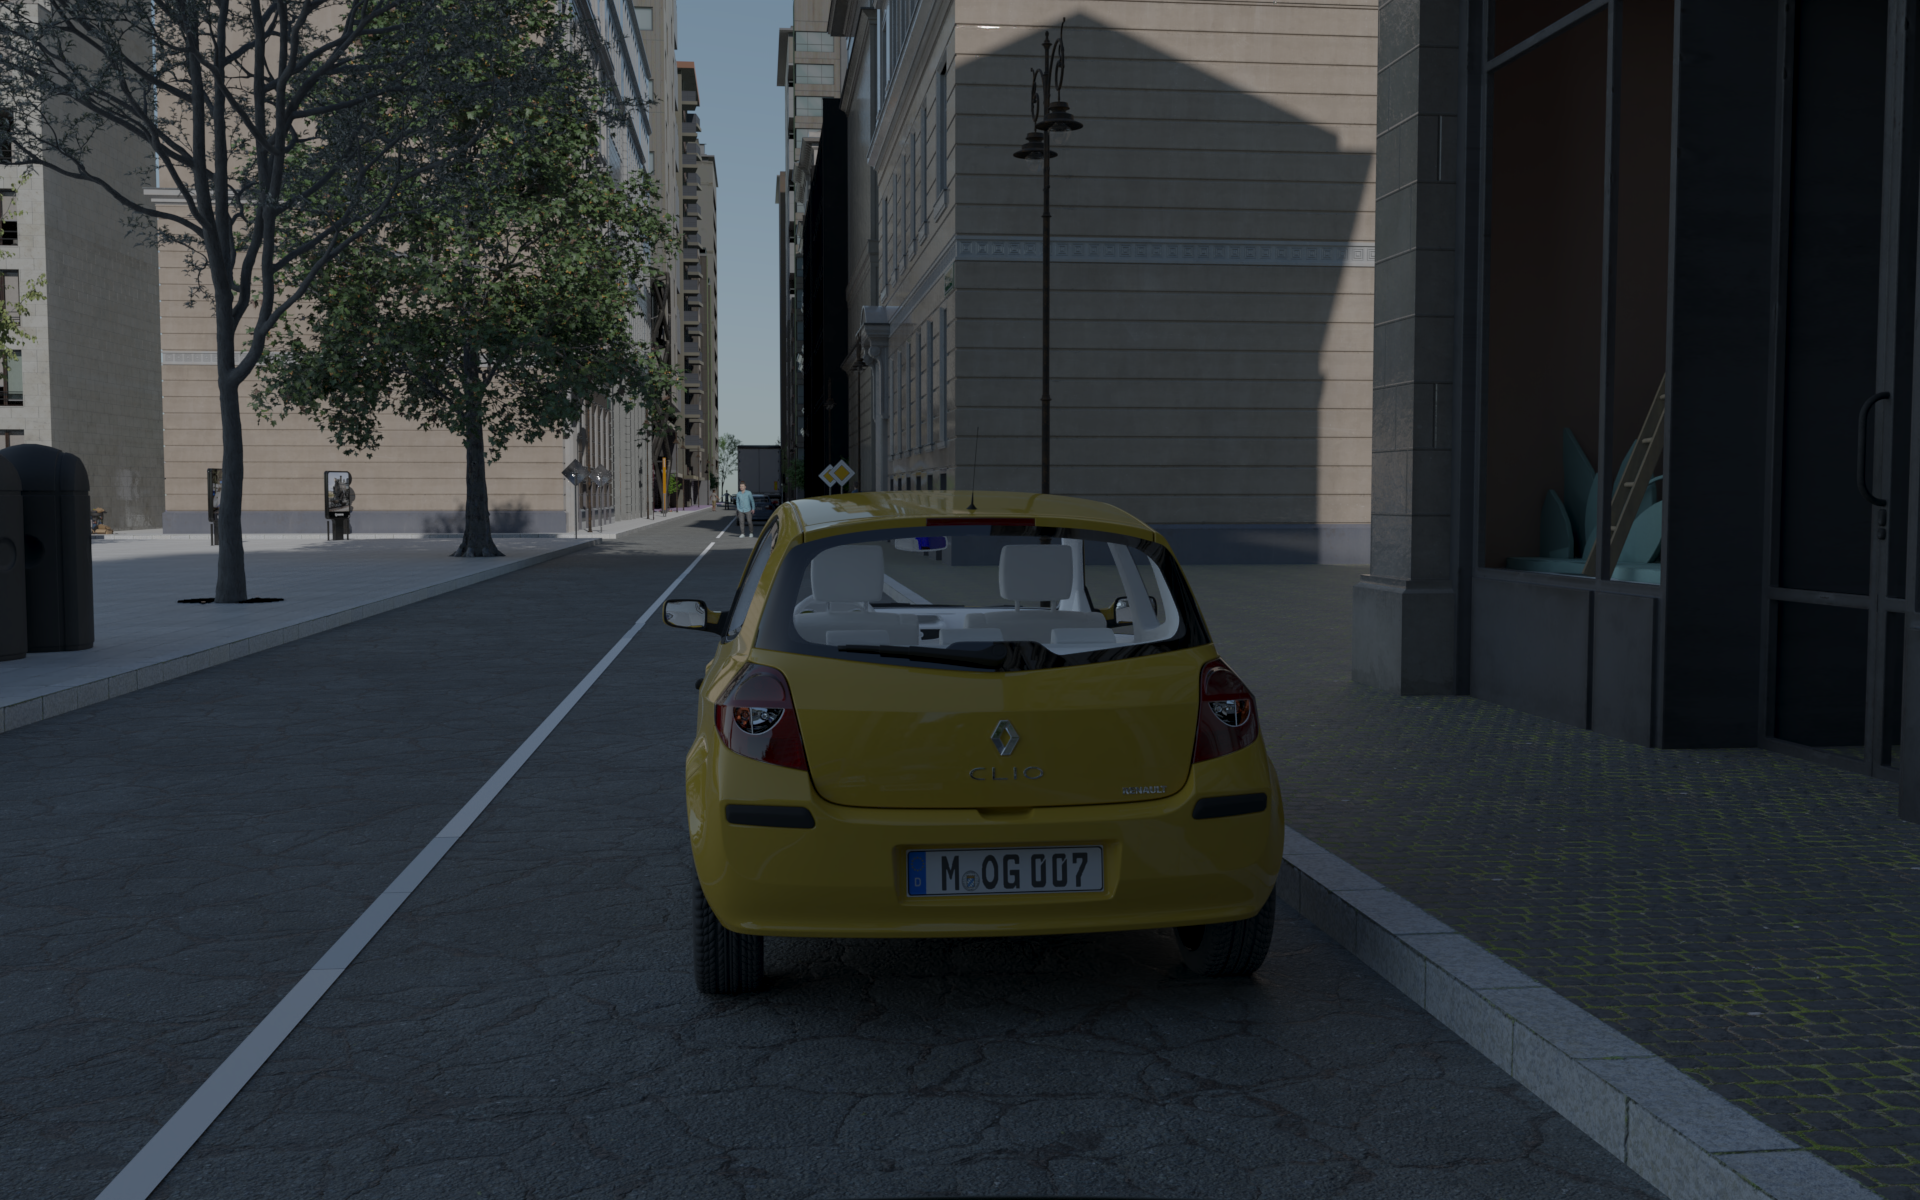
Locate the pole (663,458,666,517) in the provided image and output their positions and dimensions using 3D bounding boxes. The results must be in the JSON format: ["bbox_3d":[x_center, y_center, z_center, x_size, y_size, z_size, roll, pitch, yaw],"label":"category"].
[{"bbox_3d":[-16.644,-6.341,97.510,0.158,3.312,0.155,0,3,0],"label":"pole"}]

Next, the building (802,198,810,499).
[{"bbox_3d":[-2.747,-16.584,100.820,12.332,23.373,15.834,0,4,-7],"label":"building"}]

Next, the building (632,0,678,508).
[{"bbox_3d":[-37.282,-33.890,143.339,28.713,52.752,27.495,0,4,-7],"label":"building"}]

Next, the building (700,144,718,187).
[{"bbox_3d":[-51.094,-41.148,262.014,28.713,52.752,27.495,0,4,-7],"label":"building"}]

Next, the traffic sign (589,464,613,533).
[{"bbox_3d":[-11.837,-3.270,57.106,0.795,2.450,0.064,0,4,-7],"label":"traffic sign"}]

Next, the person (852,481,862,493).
[{"bbox_3d":[-3.127,-2.708,52.794,0.581,1.822,0.654,-2,4,-35],"label":"person"}]

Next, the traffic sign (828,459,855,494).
[{"bbox_3d":[-3.413,-2.837,50.030,0.795,2.450,0.064,0,4,-7],"label":"traffic sign"}]

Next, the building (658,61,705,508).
[{"bbox_3d":[-36.933,-31.640,171.944,22.147,44.769,28.867,0,4,-7],"label":"building"}]

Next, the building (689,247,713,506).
[{"bbox_3d":[-35.437,-25.838,194.148,14.160,30.474,14.107,0,4,-7],"label":"building"}]

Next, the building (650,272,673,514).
[{"bbox_3d":[-27.406,-15.023,113.085,16.820,18.784,16.811,0,4,-7],"label":"building"}]

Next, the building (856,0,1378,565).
[{"bbox_3d":[4.891,-15.565,40.391,13.634,28.700,20.117,0,4,-7],"label":"building"}]

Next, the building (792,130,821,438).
[{"bbox_3d":[-4.374,-20.399,120.917,14.401,28.519,23.554,0,4,-7],"label":"building"}]

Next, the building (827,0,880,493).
[{"bbox_3d":[10.257,-14.298,67.056,30.059,22.955,16.112,0,4,-7],"label":"building"}]

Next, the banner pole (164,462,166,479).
[{"bbox_3d":[-44.349,-6.527,96.739,0.863,3.779,0.401,0,4,4],"label":"banner pole"}]

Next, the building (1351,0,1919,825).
[{"bbox_3d":[7.252,-9.758,10.459,10.553,20.767,40.483,0,4,-7],"label":"building"}]

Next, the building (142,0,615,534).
[{"bbox_3d":[-20.282,-17.077,65.106,13.634,28.700,20.117,0,4,-7],"label":"building"}]

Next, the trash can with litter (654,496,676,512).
[{"bbox_3d":[-21.541,-6.948,124.662,2.233,1.210,1.678,1,4,11],"label":"trash can with litter"}]

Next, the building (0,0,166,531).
[{"bbox_3d":[-37.463,-12.438,58.109,16.860,20.320,10.420,0,4,-7],"label":"building"}]

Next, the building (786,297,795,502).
[{"bbox_3d":[-2.687,-19.756,168.047,27.650,21.520,28.899,0,4,-7],"label":"building"}]

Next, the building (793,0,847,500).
[{"bbox_3d":[-6.887,-28.238,145.289,14.154,41.232,14.086,0,4,-7],"label":"building"}]

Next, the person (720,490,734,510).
[{"bbox_3d":[-21.435,-9.221,159.249,1.348,1.826,0.705,0,4,-2],"label":"person"}]

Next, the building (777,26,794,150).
[{"bbox_3d":[-5.943,-37.067,195.288,28.713,52.752,27.495,0,4,-7],"label":"building"}]

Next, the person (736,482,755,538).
[{"bbox_3d":[-7.073,-2.982,57.278,0.660,1.820,0.620,1,4,10],"label":"person"}]

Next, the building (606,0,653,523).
[{"bbox_3d":[-22.428,-19.108,89.908,11.434,29.767,29.804,0,4,-7],"label":"building"}]

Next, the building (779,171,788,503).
[{"bbox_3d":[-17.425,-35.761,234.807,14.600,45.320,14.200,0,4,-7],"label":"building"}]

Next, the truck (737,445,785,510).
[{"bbox_3d":[-11.999,-7.070,104.506,2.839,4.237,11.283,0,4,-5],"label":"truck"}]

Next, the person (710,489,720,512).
[{"bbox_3d":[-20.077,-8.137,141.550,0.705,1.824,1.348,-3,5,-45],"label":"person"}]

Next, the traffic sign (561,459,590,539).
[{"bbox_3d":[-10.908,-2.785,49.175,0.795,2.450,0.064,0,4,-7],"label":"traffic sign"}]

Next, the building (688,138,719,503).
[{"bbox_3d":[-44.327,-37.588,238.264,21.300,48.544,21.600,0,4,-7],"label":"building"}]

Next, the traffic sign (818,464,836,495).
[{"bbox_3d":[-4.342,-3.322,57.961,0.795,2.450,0.064,0,4,-7],"label":"traffic sign"}]

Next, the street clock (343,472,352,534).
[{"bbox_3d":[-19.643,-3.103,55.305,0.471,2.002,0.358,2,4,31],"label":"street clock"}]
